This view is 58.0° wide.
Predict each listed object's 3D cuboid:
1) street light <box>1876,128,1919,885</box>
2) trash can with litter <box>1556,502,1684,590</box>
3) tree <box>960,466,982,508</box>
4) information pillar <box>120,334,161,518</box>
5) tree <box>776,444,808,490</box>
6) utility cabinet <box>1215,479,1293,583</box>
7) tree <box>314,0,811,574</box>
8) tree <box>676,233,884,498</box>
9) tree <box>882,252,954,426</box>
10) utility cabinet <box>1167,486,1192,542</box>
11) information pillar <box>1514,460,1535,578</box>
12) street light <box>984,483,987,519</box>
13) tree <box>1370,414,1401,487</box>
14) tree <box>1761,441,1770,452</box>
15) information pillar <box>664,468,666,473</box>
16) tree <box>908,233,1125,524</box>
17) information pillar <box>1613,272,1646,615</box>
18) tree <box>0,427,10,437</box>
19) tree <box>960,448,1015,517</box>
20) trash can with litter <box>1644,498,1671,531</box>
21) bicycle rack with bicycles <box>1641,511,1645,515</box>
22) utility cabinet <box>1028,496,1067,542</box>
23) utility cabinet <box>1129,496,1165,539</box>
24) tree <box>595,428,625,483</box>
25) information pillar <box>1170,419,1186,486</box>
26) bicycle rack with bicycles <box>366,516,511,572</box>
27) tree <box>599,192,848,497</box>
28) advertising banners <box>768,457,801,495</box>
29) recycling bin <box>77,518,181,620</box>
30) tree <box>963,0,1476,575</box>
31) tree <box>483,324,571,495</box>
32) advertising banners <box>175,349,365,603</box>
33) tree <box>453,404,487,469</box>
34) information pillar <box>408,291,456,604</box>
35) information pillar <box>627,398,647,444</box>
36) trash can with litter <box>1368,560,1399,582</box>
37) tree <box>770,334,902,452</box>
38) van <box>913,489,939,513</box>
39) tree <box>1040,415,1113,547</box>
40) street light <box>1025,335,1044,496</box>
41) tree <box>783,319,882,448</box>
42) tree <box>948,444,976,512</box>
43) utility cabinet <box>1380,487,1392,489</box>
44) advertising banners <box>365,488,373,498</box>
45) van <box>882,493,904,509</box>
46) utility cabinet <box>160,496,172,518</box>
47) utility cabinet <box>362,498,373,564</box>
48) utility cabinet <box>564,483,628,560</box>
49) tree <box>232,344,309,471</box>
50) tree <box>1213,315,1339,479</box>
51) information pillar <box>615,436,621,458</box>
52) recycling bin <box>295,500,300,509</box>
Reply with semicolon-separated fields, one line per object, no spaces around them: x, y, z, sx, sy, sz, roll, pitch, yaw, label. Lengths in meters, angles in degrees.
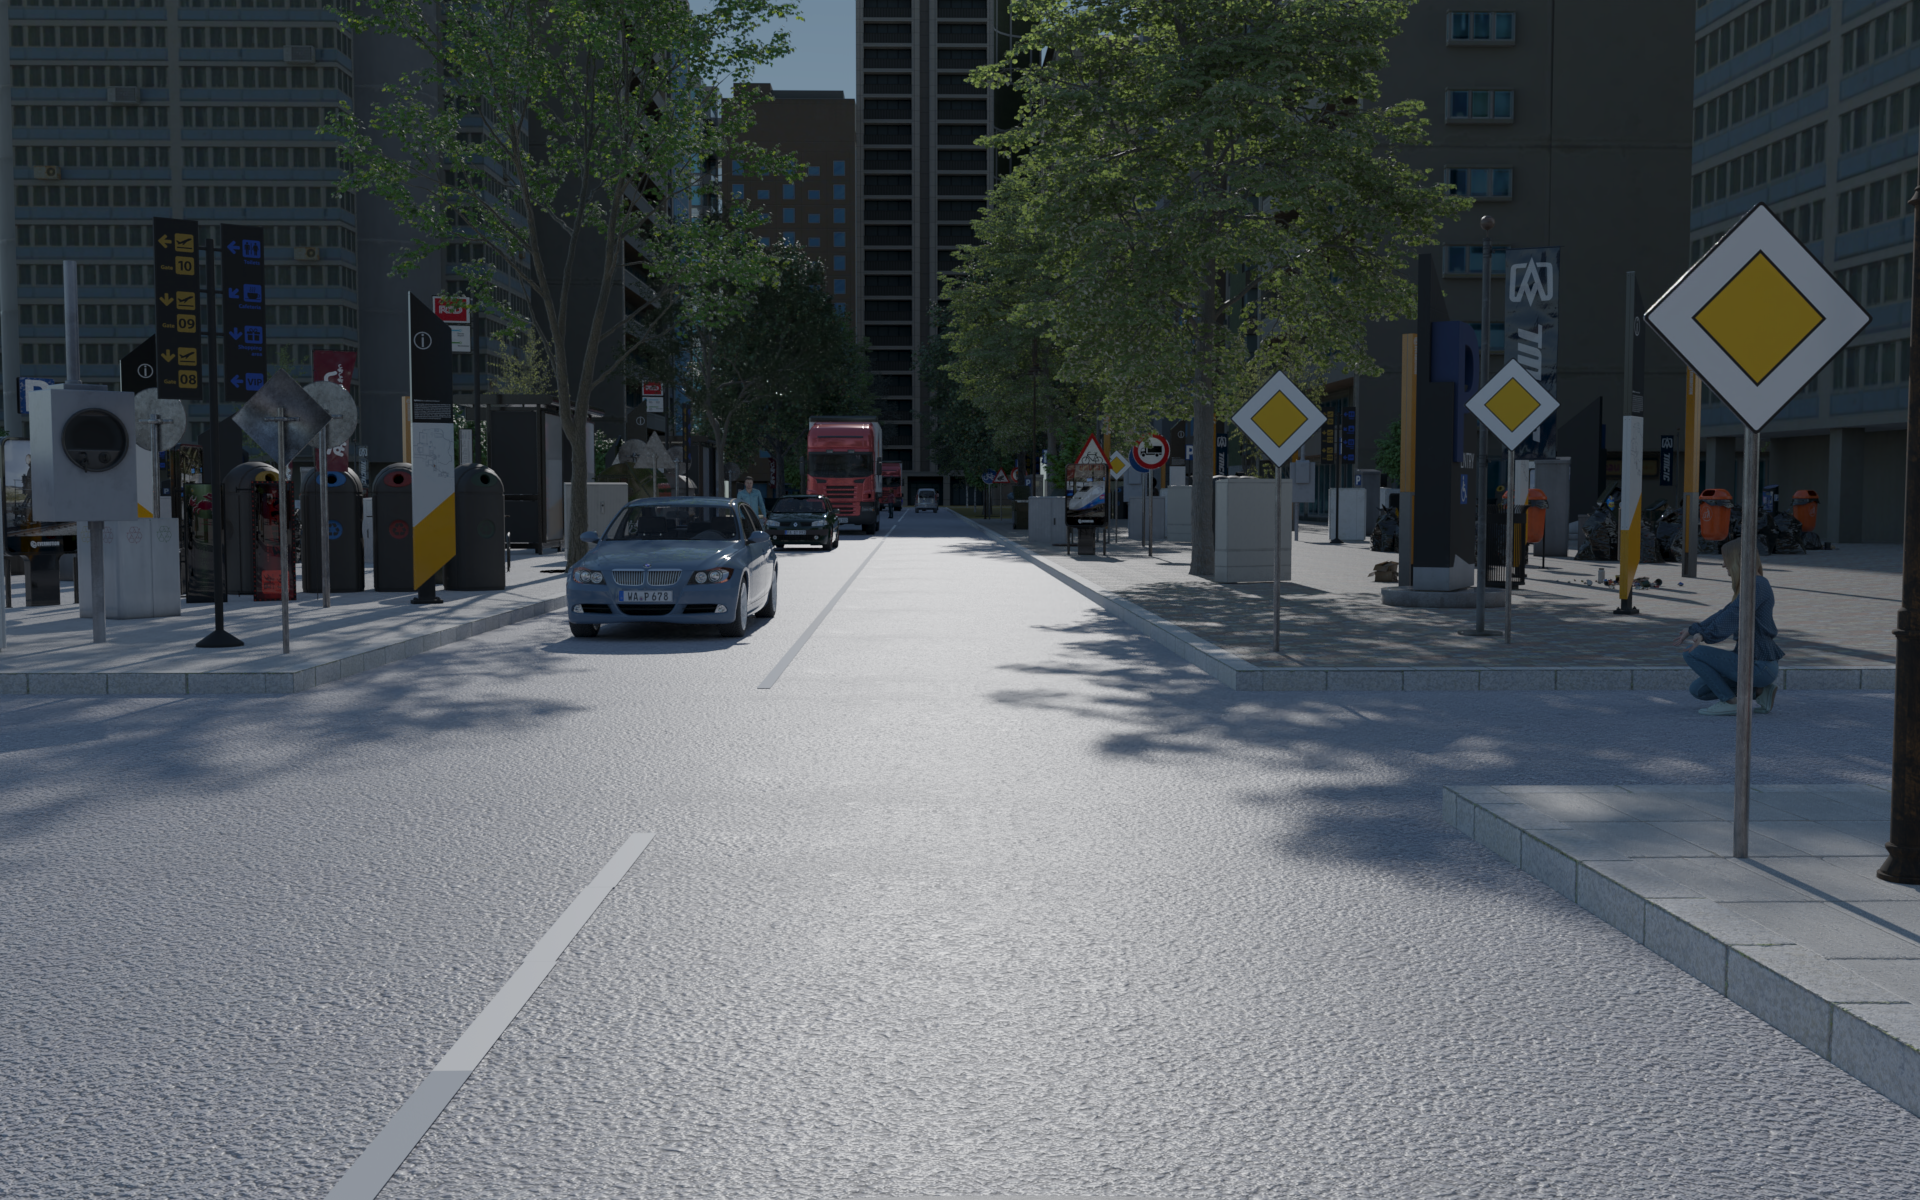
3.153;-2.006;5.589;0.468;5.910;1.993;0;4;-1;street light
9.237;-0.805;24.214;1.678;1.210;2.233;1;4;18;trash can with litter
0.836;-12.868;160.759;4.737;8.622;4.395;0;3;0;tree
-11.897;-2.070;25.191;0.504;3.616;0.183;-2;4;-30;information pillar
-8.817;-6.991;98.019;4.285;4.588;4.351;0;3;0;tree
4.239;-1.000;25.036;1.173;1.500;0.318;-2;4;-29;utility cabinet
-6.218;-6.237;27.738;9.928;11.665;9.643;0;3;0;tree
-8.044;-9.750;76.413;9.611;12.733;9.660;0;3;0;tree
2.678;-8.551;57.932;7.486;12.596;7.792;0;3;0;tree
5.948;-2.255;45.545;0.318;1.500;1.173;-2;4;-32;utility cabinet
8.655;-2.160;26.672;0.183;3.616;0.504;2;4;33;information pillar
1.292;-7.056;88.147;0.468;5.910;1.993;0;4;-1;street light
16.878;-4.902;63.857;4.285;4.588;4.351;0;3;0;tree
30.934;-7.009;64.961;4.737;8.622;4.395;0;3;0;tree
-15.017;-5.917;88.093;0.504;3.616;0.183;1;4;11;information pillar
2.627;-9.589;73.789;9.611;12.733;9.660;0;3;0;tree
7.191;-1.662;18.522;0.183;3.616;0.504;3;4;36;information pillar
-40.359;-5.342;71.055;4.285;4.588;4.351;0;3;0;tree
1.512;-7.003;98.220;4.285;4.588;4.351;0;3;0;tree
17.995;-2.069;45.223;1.055;1.170;0.624;-1;4;-11;trash can with litter
20.118;-2.454;53.497;2.925;0.926;2.852;2;4;28;bicycle rack with bicycles
2.354;-2.156;46.411;1.020;1.237;0.306;0;4;8;utility cabinet
5.385;-2.366;49.845;1.020;1.237;0.306;0;4;5;utility cabinet
-18.104;-6.310;86.889;4.285;4.588;4.351;0;3;0;tree
6.539;-3.707;51.965;0.504;3.616;0.183;-1;4;-16;information pillar
-8.589;-0.950;28.921;2.852;0.926;2.925;-1;4;-13;bicycle rack with bicycles
-7.123;-7.244;52.846;8.767;10.594;7.601;1;4;16;tree
-8.433;-5.324;83.230;0.090;3.025;2.074;3;5;43;advertising banners
-8.678;-0.339;18.091;0.722;1.027;0.722;2;4;29;recycling bin
3.959;-6.647;26.800;7.486;12.596;7.792;0;3;0;tree
-18.974;-7.618;74.918;4.360;8.622;3.978;0;3;0;tree
-8.245;-1.498;20.679;2.074;3.025;0.090;-2;4;-29;advertising banners
-17.822;-4.746;61.315;4.285;4.588;4.351;0;3;0;tree
-6.171;-1.765;20.216;0.504;3.616;0.183;-2;4;-29;information pillar
-7.877;-3.122;42.402;0.504;3.616;0.183;0;4;-4;information pillar
6.469;-0.843;25.169;1.055;1.170;0.624;2;4;29;trash can with litter
-9.331;-13.280;127.496;12.009;13.543;11.850;0;3;0;tree
-2.593;-7.660;132.252;2.013;2.044;4.112;0;4;-2;van
2.731;-2.951;42.852;1.663;3.219;1.824;0;3;0;tree
2.175;-4.759;50.591;0.468;5.910;1.993;0;4;-1;street light
-8.485;-11.793;110.943;7.486;12.596;7.792;0;3;0;tree
0.929;-10.496;121.969;4.360;8.622;3.978;0;3;0;tree
13.814;-2.964;57.136;0.318;1.500;1.173;-1;4;-15;utility cabinet
-16.729;-3.188;48.318;2.074;3.025;0.090;0;4;2;advertising banners
-6.434;-9.773;164.170;2.240;2.365;5.245;0;4;-1;van
-22.437;-2.305;48.849;1.020;1.237;0.306;-3;4;-39;utility cabinet
-10.934;-1.290;32.249;0.306;1.237;1.020;-2;4;-33;utility cabinet
-6.995;-1.508;33.328;1.173;1.500;0.318;-1;4;-21;utility cabinet
-33.523;-8.214;84.660;4.737;8.622;4.395;0;3;0;tree
13.071;-7.250;68.902;4.360;8.622;3.978;0;3;0;tree
-13.666;-4.771;69.355;0.183;3.616;0.504;1;4;10;information pillar
-27.315;-3.662;72.424;0.722;1.027;0.722;0;4;2;recycling bin
